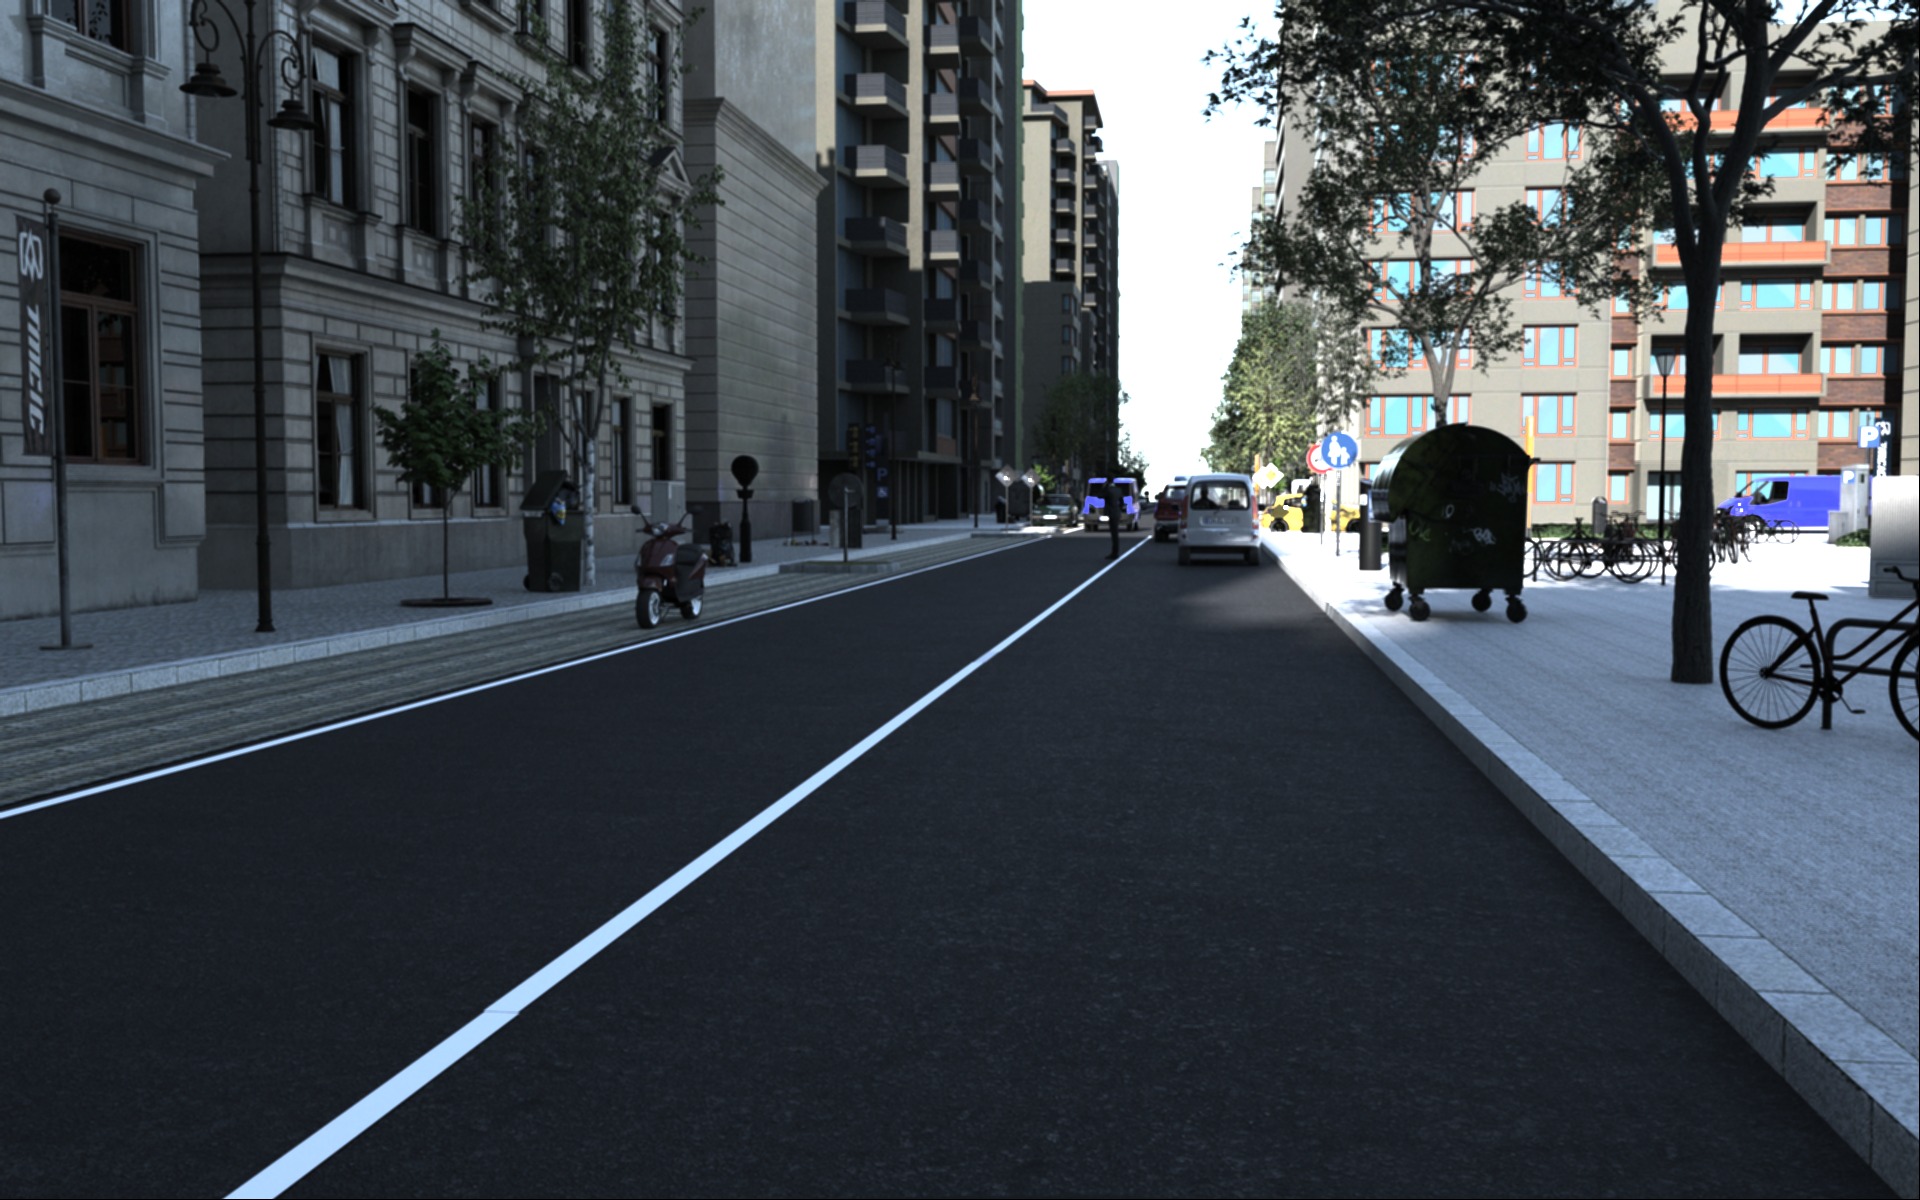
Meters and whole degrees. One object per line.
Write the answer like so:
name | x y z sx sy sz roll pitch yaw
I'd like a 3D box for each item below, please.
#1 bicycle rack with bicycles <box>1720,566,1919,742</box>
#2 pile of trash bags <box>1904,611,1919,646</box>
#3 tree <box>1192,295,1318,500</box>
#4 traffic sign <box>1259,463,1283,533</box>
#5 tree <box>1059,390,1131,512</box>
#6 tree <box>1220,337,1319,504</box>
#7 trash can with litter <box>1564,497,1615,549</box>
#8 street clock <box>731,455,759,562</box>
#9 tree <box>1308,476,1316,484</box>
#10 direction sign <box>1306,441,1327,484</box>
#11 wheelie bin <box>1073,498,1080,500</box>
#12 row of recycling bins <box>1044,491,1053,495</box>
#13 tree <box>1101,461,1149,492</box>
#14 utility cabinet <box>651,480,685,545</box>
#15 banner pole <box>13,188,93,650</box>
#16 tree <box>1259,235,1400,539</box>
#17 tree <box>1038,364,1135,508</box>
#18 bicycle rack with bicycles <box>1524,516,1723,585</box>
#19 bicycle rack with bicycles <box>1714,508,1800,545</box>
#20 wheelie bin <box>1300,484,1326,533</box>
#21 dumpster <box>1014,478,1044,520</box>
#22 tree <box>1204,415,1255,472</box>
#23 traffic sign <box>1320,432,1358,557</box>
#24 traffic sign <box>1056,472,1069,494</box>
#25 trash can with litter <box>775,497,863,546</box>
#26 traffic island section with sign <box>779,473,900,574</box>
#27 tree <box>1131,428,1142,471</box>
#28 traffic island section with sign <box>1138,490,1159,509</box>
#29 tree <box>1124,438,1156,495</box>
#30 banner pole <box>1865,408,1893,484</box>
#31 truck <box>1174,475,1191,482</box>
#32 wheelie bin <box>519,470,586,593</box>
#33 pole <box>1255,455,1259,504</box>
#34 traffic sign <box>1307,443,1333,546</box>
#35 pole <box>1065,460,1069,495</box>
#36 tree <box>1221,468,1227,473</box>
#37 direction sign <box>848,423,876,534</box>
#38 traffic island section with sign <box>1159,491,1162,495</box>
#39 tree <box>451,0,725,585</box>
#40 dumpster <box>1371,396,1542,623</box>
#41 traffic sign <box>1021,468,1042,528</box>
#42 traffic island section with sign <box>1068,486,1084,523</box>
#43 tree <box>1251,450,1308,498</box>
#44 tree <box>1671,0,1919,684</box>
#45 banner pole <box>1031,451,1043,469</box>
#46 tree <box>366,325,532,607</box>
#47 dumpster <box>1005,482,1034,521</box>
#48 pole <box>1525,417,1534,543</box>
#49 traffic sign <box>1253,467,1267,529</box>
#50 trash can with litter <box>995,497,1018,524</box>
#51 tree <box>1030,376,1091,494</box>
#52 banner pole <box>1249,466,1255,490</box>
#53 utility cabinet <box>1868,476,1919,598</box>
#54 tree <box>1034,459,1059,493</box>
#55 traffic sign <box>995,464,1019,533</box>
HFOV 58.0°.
bicycle rack with bicycles | 5.842 0.281 8.796 2.852 0.926 2.925 -1 4 -23
pile of trash bags | 9.846 -0.304 14.728 3.447 1.369 1.912 -2 4 -28
tree | 18.079 -11.114 98.726 9.611 12.733 9.660 0 3 0
traffic sign | 10.116 -3.226 56.384 0.795 2.450 0.064 1 4 8
tree | 8.776 -10.402 120.437 4.360 8.622 3.978 0 3 0
tree | 14.826 -8.050 81.975 4.737 8.622 4.395 0 3 0
trash can with litter | 14.917 -1.847 41.251 2.233 1.210 1.678 -3 4 -38
street clock | -4.031 -1.708 32.502 0.471 2.002 0.358 0 4 8
tree | 20.936 -6.783 105.504 1.663 3.219 1.824 0 3 0
direction sign | 15.205 -5.009 73.894 0.876 3.537 0.379 0 4 2
wheelie bin | 8.481 -7.314 127.492 0.693 1.594 0.980 1 4 8
row of recycling bins | 5.532 -7.798 134.607 3.534 1.692 1.069 1 4 18
tree | 15.219 -11.232 167.362 4.285 4.588 4.351 0 3 0
utility cabinet | -4.804 -1.220 28.620 0.318 1.500 1.173 0 4 4
banner pole | -7.426 -1.471 14.071 0.401 3.779 0.863 0 4 -3
tree | 10.520 -6.056 49.375 4.360 8.622 3.978 0 3 0
tree | 10.022 -12.949 137.472 9.928 11.665 9.643 0 3 0
bicycle rack with bicycles | 9.513 -0.757 25.757 2.925 0.926 2.852 2 4 31
bicycle rack with bicycles | 20.447 -1.937 45.058 2.852 0.926 2.925 -2 4 -35
wheelie bin | 11.588 -2.984 56.692 0.693 1.594 0.980 3 5 43
dumpster | 3.266 -4.994 84.142 1.502 2.255 1.985 1 4 8
tree | 34.945 -18.089 221.516 9.928 11.665 9.643 0 3 0
traffic sign | 7.742 -2.160 35.429 0.768 2.556 0.104 1 4 18
traffic sign | 5.976 -6.176 101.086 0.768 2.556 0.104 1 4 12
trash can with litter | -3.527 -1.969 43.249 2.233 1.210 1.678 -1 4 -9
traffic island section with sign | -2.161 -1.428 31.983 1.989 1.847 2.006 1 4 8
tree | 16.776 -13.918 177.927 4.360 8.622 3.978 0 3 0
traffic island section with sign | 20.623 -11.134 190.675 1.989 1.847 2.006 1 4 8
tree | 23.743 -16.990 228.155 4.737 8.622 4.395 0 3 0
banner pole | 26.476 -3.674 50.090 0.863 3.779 0.401 2 4 31
truck | 31.438 -15.552 244.031 2.967 4.110 18.799 0 4 8
wheelie bin | -5.360 -0.914 22.846 0.693 1.594 0.980 -3 5 -44
pole | 15.455 -5.889 90.135 0.158 3.312 0.155 0 3 0
traffic sign | 9.011 -2.629 43.097 0.768 2.556 0.104 1 4 9
pole | 6.392 -6.707 103.507 0.158 3.312 0.155 0 3 0
tree | 40.219 -18.856 258.650 4.360 8.622 3.978 0 3 0
direction sign | -3.133 -3.878 55.407 0.876 3.537 0.379 0 4 -8
traffic island section with sign | 28.586 -14.529 246.178 1.989 1.847 2.006 1 4 8
tree | -5.304 -4.534 24.494 4.737 8.622 4.395 0 3 0
dumpster | 5.142 -0.953 18.079 1.502 2.255 1.985 1 4 8
traffic sign | 2.697 -3.785 65.532 0.795 2.450 0.064 1 4 8
traffic island section with sign | 5.834 -4.830 87.590 1.989 1.847 2.006 1 4 8
tree | 13.932 -4.995 76.273 1.663 3.219 1.824 0 3 0
tree | 4.686 -4.707 11.365 7.601 10.594 8.767 -2 4 -29
banner pole | 4.548 -6.774 100.766 0.863 3.779 0.401 0 4 8
tree | -6.089 -1.557 20.059 1.663 3.219 1.824 0 3 0
dumpster | 2.808 -4.663 81.994 1.264 1.857 1.865 1 4 8
pole | 14.992 -3.170 45.680 0.158 3.312 0.155 0 3 0
traffic sign | 11.251 -3.709 64.289 0.795 2.450 0.064 1 4 8
trash can with litter | 2.053 -3.938 75.779 1.055 1.170 0.624 3 4 37
tree | 6.147 -9.682 108.666 4.737 8.622 4.395 0 3 0
banner pole | 21.265 -8.321 126.065 0.863 3.779 0.401 1 4 9
utility cabinet | 11.782 -0.761 21.129 1.173 1.500 0.318 2 4 35
tree | 4.271 -6.051 93.540 1.663 3.219 1.824 0 3 0
traffic sign | 1.562 -3.302 57.628 0.795 2.450 0.064 1 4 8
